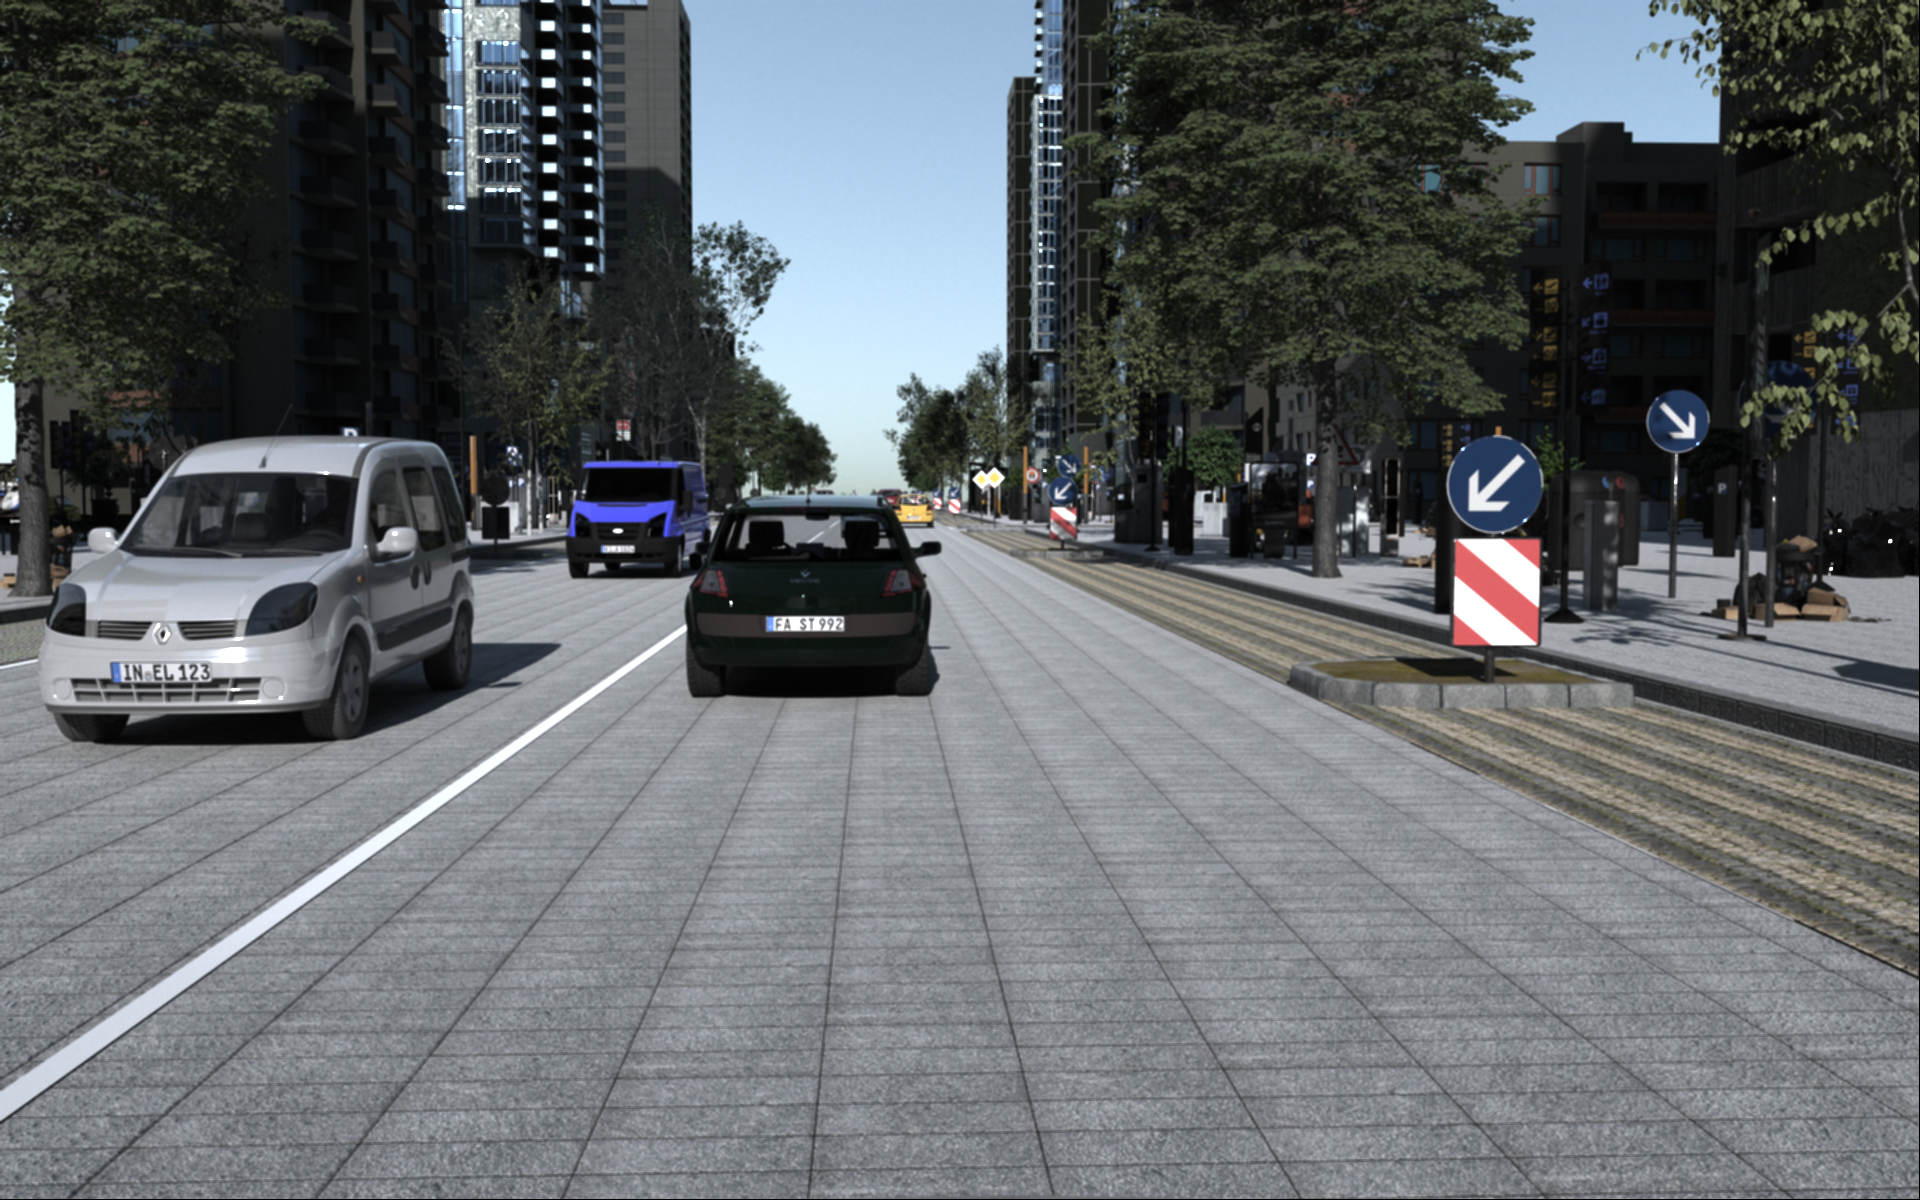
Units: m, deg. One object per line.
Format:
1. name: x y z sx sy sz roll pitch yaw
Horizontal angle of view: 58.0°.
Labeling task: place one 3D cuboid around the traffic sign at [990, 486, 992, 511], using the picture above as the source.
1. traffic sign: 2.215 -7.614 124.591 0.768 2.556 0.104 0 4 -1

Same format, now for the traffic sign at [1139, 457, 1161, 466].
1. traffic sign: 6.253 -3.489 57.150 0.768 2.556 0.104 0 4 5

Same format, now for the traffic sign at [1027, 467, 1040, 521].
1. traffic sign: 3.411 -5.023 82.225 0.768 2.556 0.104 0 4 -1

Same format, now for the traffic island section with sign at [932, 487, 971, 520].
1. traffic island section with sign: -0.442 -5.241 94.320 1.989 1.847 2.006 0 4 -3

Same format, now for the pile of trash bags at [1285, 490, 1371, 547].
1. pile of trash bags: 8.918 -2.044 43.174 1.912 1.369 3.447 2 4 24

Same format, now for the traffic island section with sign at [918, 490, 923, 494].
1. traffic island section with sign: -1.748 -6.921 121.781 1.989 1.847 2.006 0 4 -3

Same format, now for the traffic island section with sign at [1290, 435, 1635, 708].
1. traffic island section with sign: 3.465 -0.234 12.451 1.989 1.847 2.006 0 4 -3

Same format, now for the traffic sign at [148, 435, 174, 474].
1. traffic sign: -17.145 -2.278 37.355 0.768 2.556 0.104 0 4 7

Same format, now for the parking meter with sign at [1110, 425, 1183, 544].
1. parking meter with sign: 4.841 -2.954 44.564 1.738 3.016 0.543 2 4 33

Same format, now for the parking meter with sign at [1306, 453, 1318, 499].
1. parking meter with sign: 14.792 -4.704 73.173 0.543 3.016 1.738 1 4 14

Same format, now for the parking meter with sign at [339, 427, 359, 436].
1. parking meter with sign: -16.559 -3.022 45.667 1.738 3.016 0.543 3 4 37

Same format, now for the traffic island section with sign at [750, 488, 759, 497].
1. traffic island section with sign: -14.384 -6.920 121.764 1.989 1.847 2.006 0 4 -3

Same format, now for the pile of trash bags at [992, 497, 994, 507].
1. pile of trash bags: 2.779 -7.863 138.309 3.447 1.369 1.912 0 4 -6

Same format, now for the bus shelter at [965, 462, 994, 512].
1. bus shelter: 1.415 -8.451 129.459 1.731 3.624 6.357 0 4 -3

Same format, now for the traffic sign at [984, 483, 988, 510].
1. traffic sign: 1.802 -7.595 124.185 0.884 2.594 0.081 0 4 5

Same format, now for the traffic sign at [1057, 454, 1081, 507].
1. traffic sign: 3.473 -3.365 55.127 0.768 2.556 0.104 0 4 -1

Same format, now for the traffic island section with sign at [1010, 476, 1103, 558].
1. traffic island section with sign: 2.169 -1.897 39.643 1.989 1.847 2.006 0 4 -3

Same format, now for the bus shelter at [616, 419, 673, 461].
1. bus shelter: -17.528 -7.238 95.965 2.179 5.291 8.768 0 4 -3

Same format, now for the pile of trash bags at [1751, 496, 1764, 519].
1. pile of trash bags: 38.005 -4.472 82.877 3.447 1.369 1.912 1 4 21

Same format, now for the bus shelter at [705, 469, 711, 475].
1. bus shelter: -19.240 -8.038 125.337 2.014 3.302 5.546 0 4 -3

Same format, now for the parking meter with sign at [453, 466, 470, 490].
1. parking meter with sign: -31.219 -6.800 107.434 1.738 3.016 0.543 2 4 30

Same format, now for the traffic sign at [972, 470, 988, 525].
1. traffic sign: 0.903 -4.211 72.491 0.795 2.450 0.064 0 4 -3

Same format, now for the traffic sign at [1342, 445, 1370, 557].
1. traffic sign: 7.985 -2.012 35.031 0.606 2.300 0.079 0 4 0

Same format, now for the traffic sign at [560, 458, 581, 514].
1. traffic sign: -14.071 -3.842 62.825 0.884 2.594 0.081 0 4 -2

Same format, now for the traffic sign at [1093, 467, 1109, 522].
1. traffic sign: 6.506 -4.902 80.249 0.768 2.556 0.104 0 4 3

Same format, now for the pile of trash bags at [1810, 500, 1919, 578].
1. pile of trash bags: 15.269 -1.060 27.077 3.447 1.369 1.912 0 4 7

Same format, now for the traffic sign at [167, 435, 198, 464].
1. traffic sign: -16.618 -2.266 37.155 0.768 2.556 0.104 0 4 -1

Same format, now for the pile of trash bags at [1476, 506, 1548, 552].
1. pile of trash bags: 13.219 -1.771 38.716 3.447 1.369 1.912 -1 4 -9

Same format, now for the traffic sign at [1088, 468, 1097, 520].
1. traffic sign: 6.477 -5.155 84.383 0.768 2.556 0.104 0 4 -2

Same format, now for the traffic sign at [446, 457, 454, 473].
1. traffic sign: -17.417 -3.558 58.284 0.768 2.556 0.104 0 4 6

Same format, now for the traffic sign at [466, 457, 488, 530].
1. traffic sign: -17.059 -3.756 61.410 0.884 2.594 0.081 0 4 2

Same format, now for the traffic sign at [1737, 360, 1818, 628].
1. traffic sign: 7.789 -1.008 16.595 0.768 2.556 0.104 0 4 0

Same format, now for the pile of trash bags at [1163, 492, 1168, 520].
1. pile of trash bags: 9.902 -4.692 86.459 1.912 1.369 3.447 -1 4 -10

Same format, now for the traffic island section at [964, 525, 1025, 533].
1. traffic island section: 1.307 -2.588 64.593 2.009 0.180 2.903 0 4 -3

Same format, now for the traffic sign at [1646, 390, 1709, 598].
1. traffic sign: 8.772 -1.294 21.260 0.768 2.556 0.104 0 4 0

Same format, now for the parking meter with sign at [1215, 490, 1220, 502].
1. parking meter with sign: 14.731 -6.227 98.077 0.543 3.016 1.738 1 4 16

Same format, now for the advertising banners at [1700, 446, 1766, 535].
1. advertising banners: 24.209 -3.535 53.978 2.074 3.025 0.090 1 4 13

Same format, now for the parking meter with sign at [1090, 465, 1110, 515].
1. parking meter with sign: 8.541 -6.617 104.455 0.543 3.016 1.738 3 5 39

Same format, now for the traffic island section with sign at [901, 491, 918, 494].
1. traffic island section with sign: -5.438 -11.651 199.127 1.989 1.847 2.006 0 4 -3

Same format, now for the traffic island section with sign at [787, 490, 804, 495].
1. traffic island section with sign: -16.769 -9.987 171.908 1.989 1.847 2.006 0 4 -3

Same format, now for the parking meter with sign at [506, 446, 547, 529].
1. parking meter with sign: -15.909 -4.126 63.722 0.543 3.016 1.738 1 4 23

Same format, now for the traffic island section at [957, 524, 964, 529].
1. traffic island section: 0.926 -3.076 72.569 2.009 0.180 2.903 0 4 -3

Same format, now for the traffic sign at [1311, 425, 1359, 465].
1. traffic sign: 6.944 -1.965 32.124 0.884 2.594 0.081 0 4 1

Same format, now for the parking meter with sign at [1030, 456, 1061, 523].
1. parking meter with sign: 3.949 -4.953 77.243 0.543 3.016 1.738 3 4 38

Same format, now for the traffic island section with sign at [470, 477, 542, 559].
1. traffic island section with sign: -10.420 -1.836 38.642 1.989 1.847 2.006 0 4 -3

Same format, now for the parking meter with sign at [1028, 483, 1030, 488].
1. parking meter with sign: 3.825 -5.638 88.435 1.738 3.016 0.543 -1 4 -10

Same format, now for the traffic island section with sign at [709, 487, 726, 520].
1. traffic island section with sign: -13.089 -5.273 94.840 1.989 1.847 2.006 0 4 -3

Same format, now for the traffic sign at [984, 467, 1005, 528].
1. traffic sign: 1.283 -3.723 64.515 0.795 2.450 0.064 0 4 -3

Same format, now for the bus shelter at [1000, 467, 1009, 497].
1. bus shelter: 3.055 -9.395 144.884 1.731 3.624 6.357 0 4 -3
